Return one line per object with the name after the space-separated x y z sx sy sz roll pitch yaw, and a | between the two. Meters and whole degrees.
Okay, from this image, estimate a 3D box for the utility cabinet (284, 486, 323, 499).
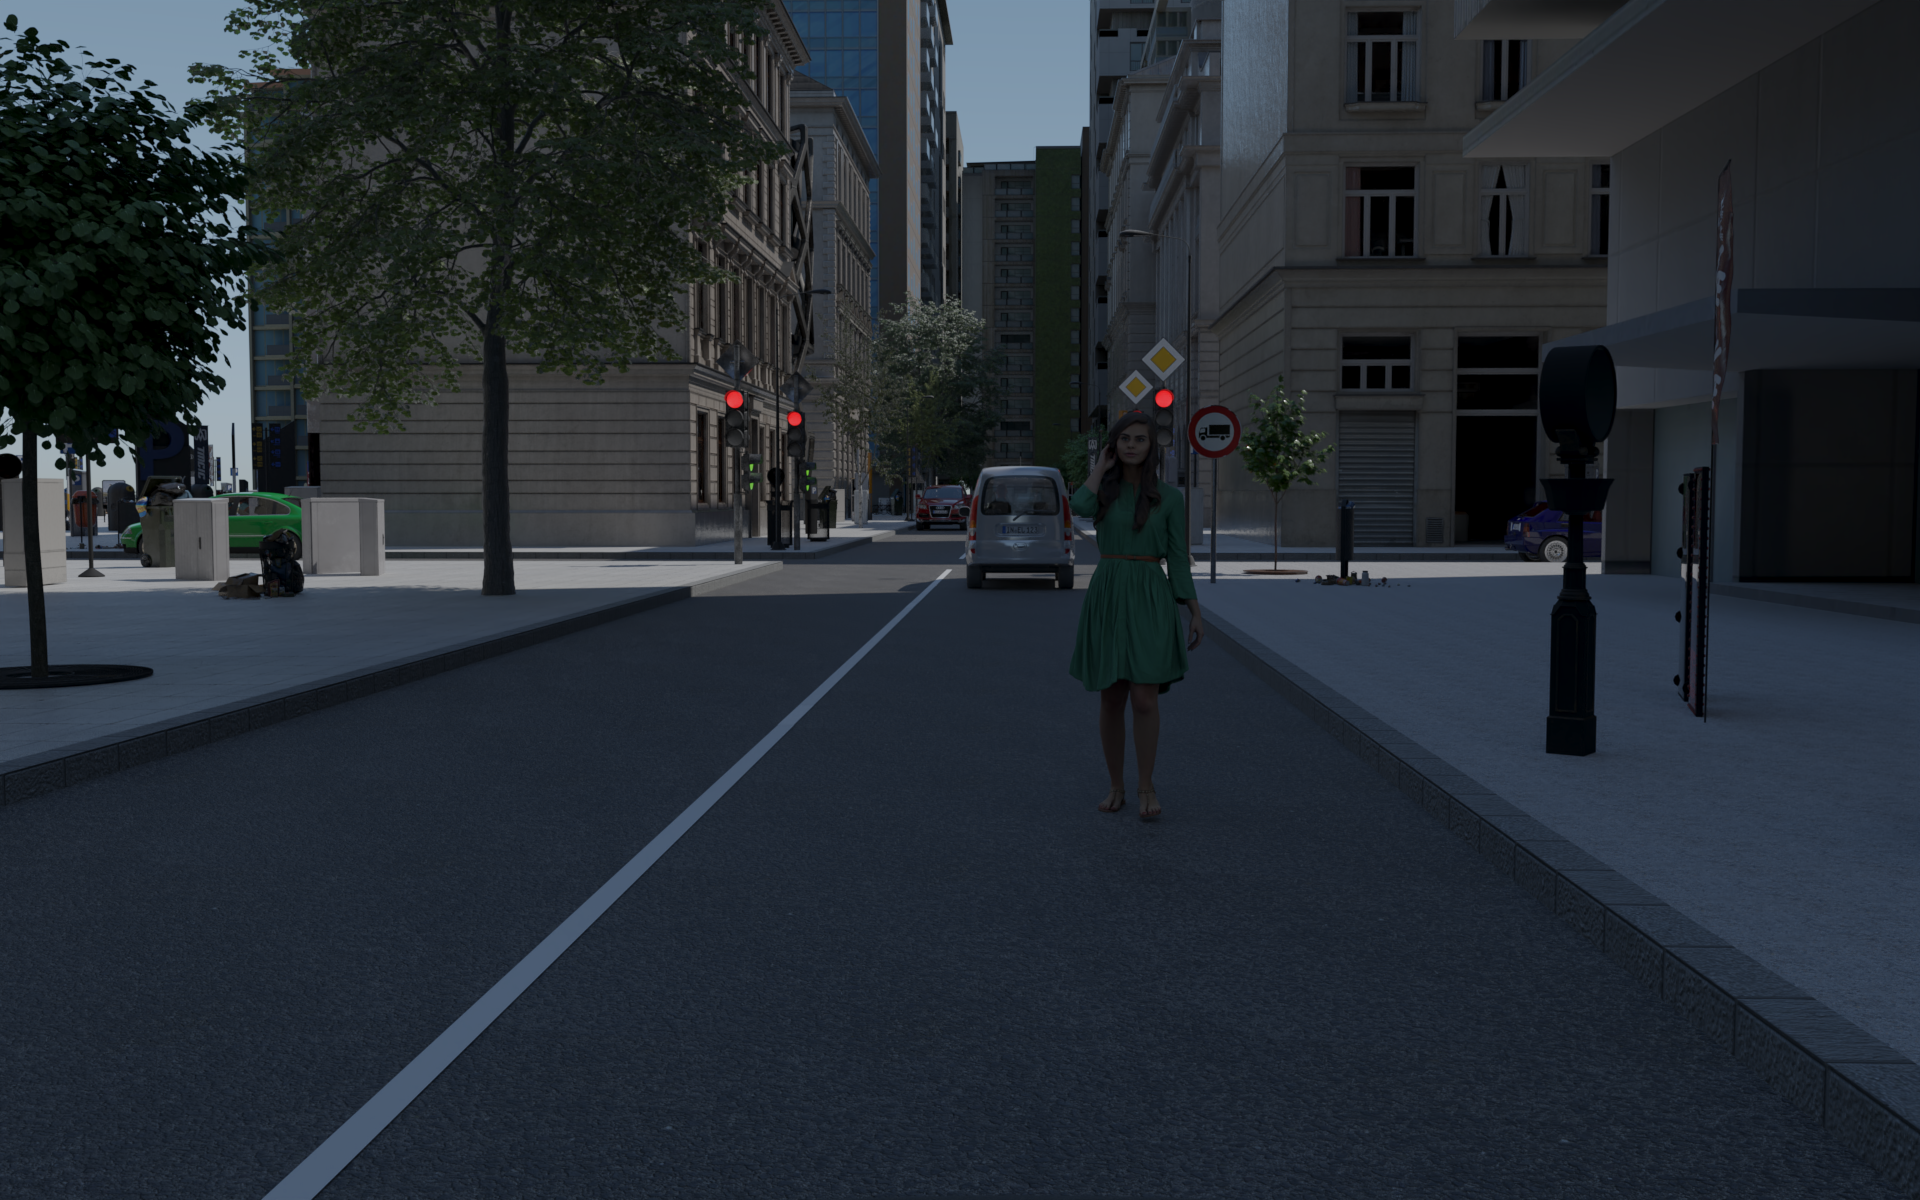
-18.854 -2.516 49.817 1.173 1.500 0.318 1 4 21 | utility cabinet

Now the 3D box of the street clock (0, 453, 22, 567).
-16.830 -1.593 30.617 0.471 2.002 0.358 -3 4 -38 | street clock

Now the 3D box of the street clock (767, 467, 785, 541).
-4.977 -2.588 46.886 0.471 2.002 0.358 -1 4 -14 | street clock

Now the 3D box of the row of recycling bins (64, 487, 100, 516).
-51.142 -5.694 100.215 3.534 1.692 1.069 0 4 6 | row of recycling bins

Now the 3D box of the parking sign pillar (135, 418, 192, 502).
-21.021 -3.499 45.687 1.447 3.967 1.447 -2 4 -33 | parking sign pillar

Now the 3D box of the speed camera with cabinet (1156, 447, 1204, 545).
5.355 -2.988 43.185 0.660 3.252 2.038 3 4 36 | speed camera with cabinet

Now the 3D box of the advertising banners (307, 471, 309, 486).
-41.758 -7.039 111.280 2.074 3.025 0.090 0 4 4 | advertising banners

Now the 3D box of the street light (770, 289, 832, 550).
-3.606 -4.087 39.360 1.470 5.913 1.316 0 4 2 | street light

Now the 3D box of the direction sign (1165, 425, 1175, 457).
6.748 -3.932 56.292 0.379 3.537 0.876 3 4 36 | direction sign

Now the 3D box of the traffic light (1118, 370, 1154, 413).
3.949 -3.074 39.184 0.839 4.253 0.868 0 4 2 | traffic light

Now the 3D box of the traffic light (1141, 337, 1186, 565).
3.630 -2.586 31.205 0.839 4.253 0.868 0 4 2 | traffic light

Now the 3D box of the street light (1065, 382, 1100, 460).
5.221 -6.059 71.606 1.470 5.913 1.316 0 4 2 | street light

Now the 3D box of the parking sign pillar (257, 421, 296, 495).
-24.897 -4.562 63.061 1.447 3.967 1.447 -2 4 -27 | parking sign pillar

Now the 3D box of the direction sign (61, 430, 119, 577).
-13.445 -2.123 26.705 0.876 3.537 0.379 -1 4 -21 | direction sign

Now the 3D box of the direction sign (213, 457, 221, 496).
-45.212 -6.925 105.217 0.379 3.537 0.876 1 4 22 | direction sign

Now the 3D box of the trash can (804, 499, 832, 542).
-3.821 -2.145 46.724 0.748 1.137 0.748 0 3 0 | trash can

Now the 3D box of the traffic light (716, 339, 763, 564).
-4.026 -2.604 31.494 0.839 4.253 0.868 0 4 2 | traffic light

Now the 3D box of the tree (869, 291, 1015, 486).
-1.632 -12.402 109.435 9.857 13.997 8.962 0 3 0 | tree

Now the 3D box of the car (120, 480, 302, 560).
-15.232 -1.696 36.533 4.718 1.807 1.959 0 4 2 | car

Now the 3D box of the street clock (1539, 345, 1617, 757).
3.028 -0.242 8.524 0.358 2.002 0.471 3 4 38 | street clock

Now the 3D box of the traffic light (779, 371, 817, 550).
-3.707 -3.092 39.473 0.839 4.253 0.868 0 4 2 | traffic light

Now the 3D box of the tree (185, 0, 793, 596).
-5.485 -6.329 21.605 7.486 12.596 7.792 0 3 0 | tree

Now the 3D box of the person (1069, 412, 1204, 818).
0.775 0.062 7.736 0.600 1.795 0.529 0 3 0 | person

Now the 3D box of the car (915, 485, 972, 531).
-0.607 -3.726 69.599 2.281 1.827 5.304 0 4 4 | car

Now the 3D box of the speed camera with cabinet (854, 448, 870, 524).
-4.212 -4.887 74.246 0.660 3.252 2.038 0 4 -1 | speed camera with cabinet

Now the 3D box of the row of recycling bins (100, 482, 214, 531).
-28.381 -3.328 61.519 3.534 1.692 1.069 -3 5 -43 | row of recycling bins

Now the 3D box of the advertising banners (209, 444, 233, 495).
-25.844 -3.932 60.480 0.090 3.025 2.074 -3 5 -44 | advertising banners

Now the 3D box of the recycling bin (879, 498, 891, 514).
-4.948 -6.224 114.323 0.722 1.027 0.722 0 4 8 | recycling bin

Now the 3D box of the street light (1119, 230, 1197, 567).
3.495 -3.551 30.607 1.470 5.913 1.316 0 4 2 | street light

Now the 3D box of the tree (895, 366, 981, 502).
-1.979 -9.203 100.837 4.737 8.622 4.395 0 3 0 | tree

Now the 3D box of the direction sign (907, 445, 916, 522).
-2.257 -5.434 80.835 0.379 3.537 0.876 -2 4 -26 | direction sign

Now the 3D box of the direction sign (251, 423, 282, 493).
-22.136 -3.874 55.338 0.876 3.537 0.379 -2 4 -24 | direction sign

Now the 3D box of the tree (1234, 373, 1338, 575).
5.212 -2.029 27.771 1.663 3.219 1.824 0 3 0 | tree

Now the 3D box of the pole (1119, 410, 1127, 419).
3.972 -2.962 42.265 0.158 3.312 0.155 0 3 0 | pole

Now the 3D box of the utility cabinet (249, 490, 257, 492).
-38.977 -5.350 96.157 1.173 1.500 0.318 0 4 -4 | utility cabinet

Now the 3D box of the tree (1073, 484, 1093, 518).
6.651 -5.960 92.042 1.663 3.219 1.824 0 3 0 | tree

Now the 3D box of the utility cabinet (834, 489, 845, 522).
-5.724 -4.277 78.609 0.318 1.500 1.173 2 4 35 | utility cabinet

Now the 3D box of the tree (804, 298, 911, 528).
-3.710 -6.975 64.403 4.360 8.622 3.978 0 3 0 | tree

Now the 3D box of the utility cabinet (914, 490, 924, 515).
-2.438 -5.944 105.860 0.318 1.500 1.173 -2 4 -28 | utility cabinet

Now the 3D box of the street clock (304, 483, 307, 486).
-41.631 -6.479 110.503 0.471 2.002 0.358 3 5 39 | street clock

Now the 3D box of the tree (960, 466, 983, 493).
1.572 -12.155 182.445 4.285 4.588 4.351 0 3 0 | tree

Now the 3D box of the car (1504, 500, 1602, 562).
13.065 -1.359 34.795 3.894 1.354 1.945 0 4 3 | car

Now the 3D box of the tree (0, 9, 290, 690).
-6.347 -1.728 11.971 4.285 4.588 4.351 0 3 0 | tree

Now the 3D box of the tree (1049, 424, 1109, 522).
6.452 -6.150 84.263 4.285 4.588 4.351 0 3 0 | tree

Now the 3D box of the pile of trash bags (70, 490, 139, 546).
-20.438 -2.055 43.348 3.447 1.369 1.912 0 4 -5 | pile of trash bags

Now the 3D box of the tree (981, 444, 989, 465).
1.047 -13.489 170.909 4.737 8.622 4.395 0 3 0 | tree

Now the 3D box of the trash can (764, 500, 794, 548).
-4.292 -1.810 41.249 0.748 1.137 0.748 0 3 0 | trash can

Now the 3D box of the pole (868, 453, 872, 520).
-4.424 -5.581 85.091 0.158 3.312 0.155 0 3 0 | pole

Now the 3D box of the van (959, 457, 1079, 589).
0.965 -1.261 27.630 2.013 2.044 4.112 0 4 2 | van

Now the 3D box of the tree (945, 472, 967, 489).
-0.415 -9.195 144.943 1.663 3.219 1.824 0 3 0 | tree

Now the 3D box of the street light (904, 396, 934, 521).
-1.937 -6.690 81.929 1.470 5.913 1.316 0 4 2 | street light

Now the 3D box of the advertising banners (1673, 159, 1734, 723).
4.335 -0.852 10.118 0.090 3.025 2.074 1 4 18 | advertising banners
